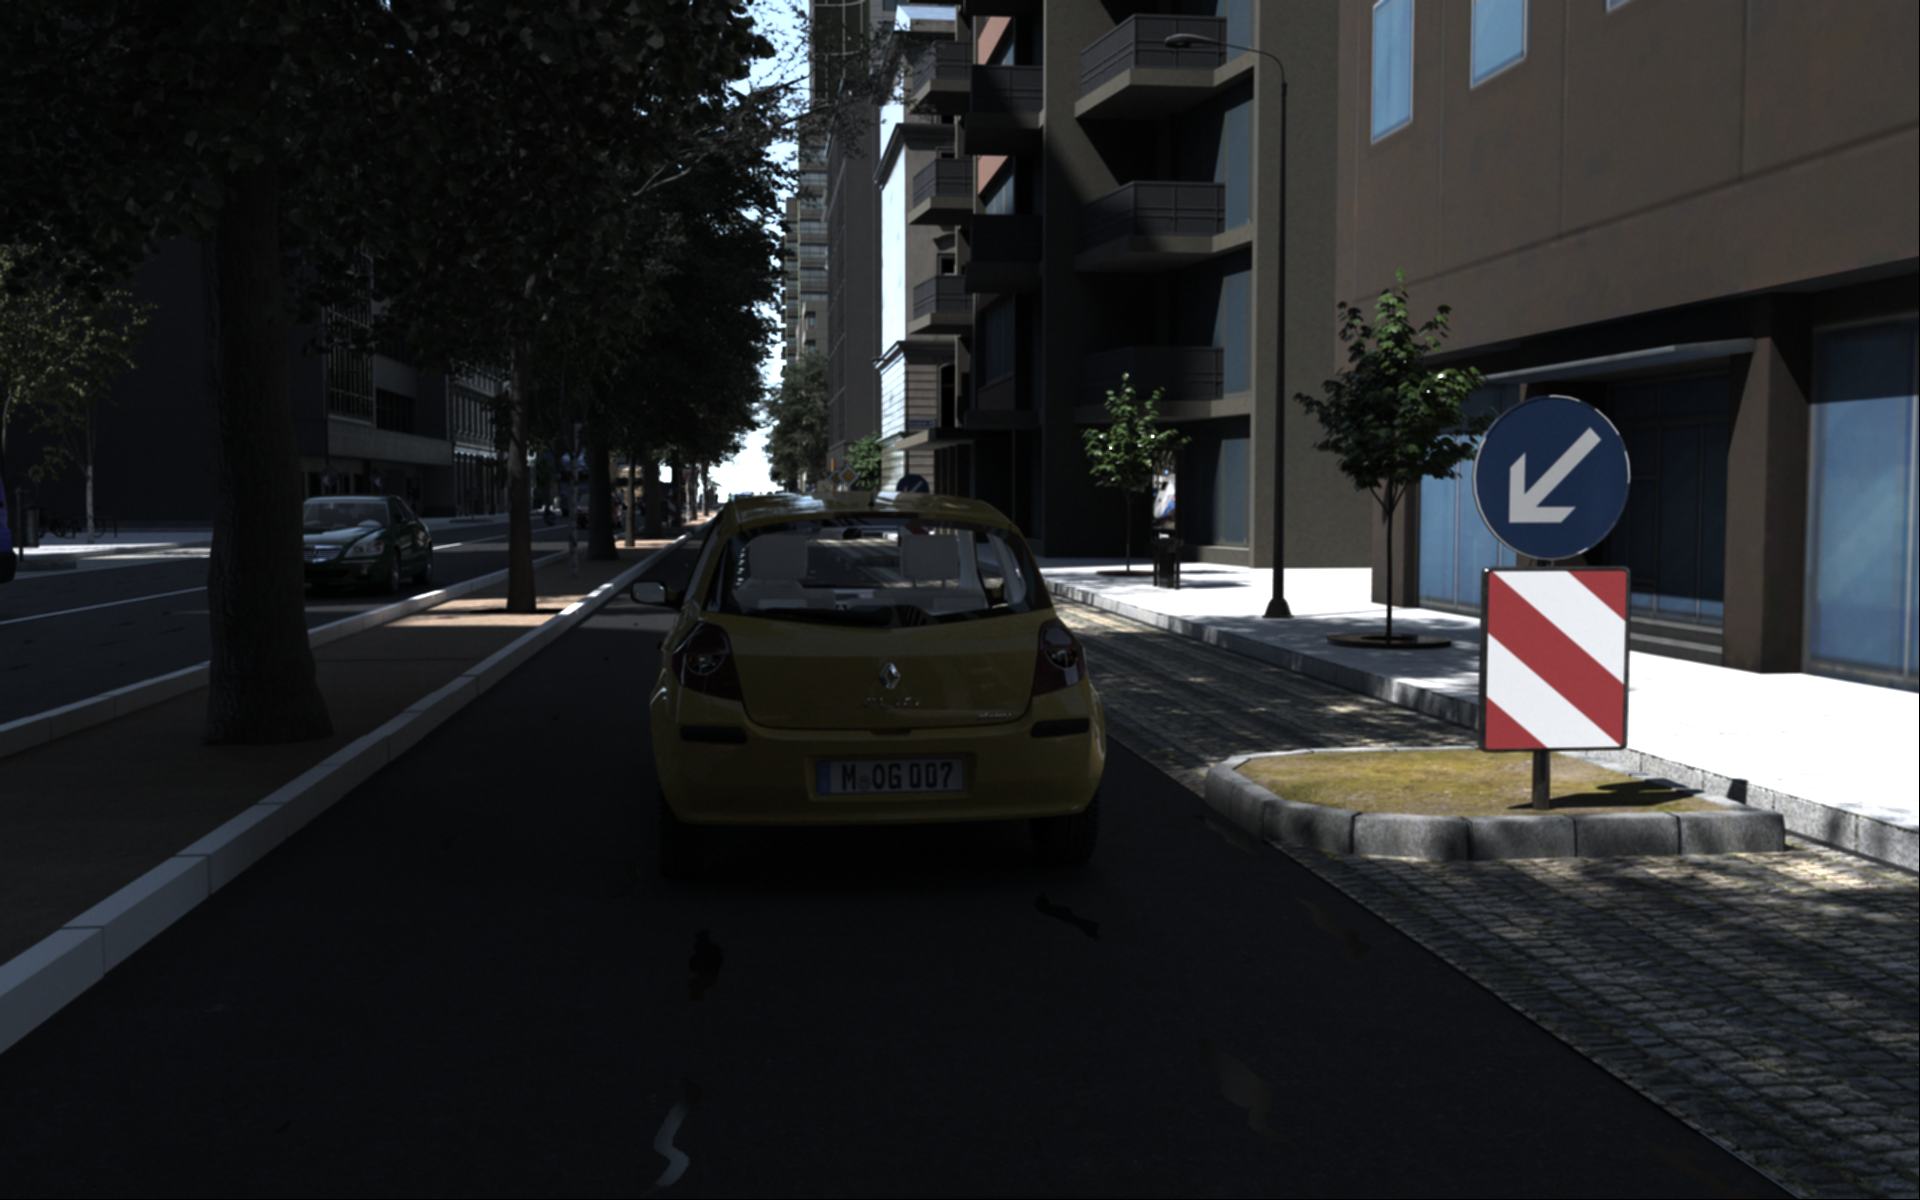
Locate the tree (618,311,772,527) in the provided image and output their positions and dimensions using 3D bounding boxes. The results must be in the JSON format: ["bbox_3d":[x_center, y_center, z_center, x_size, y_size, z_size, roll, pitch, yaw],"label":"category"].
[{"bbox_3d":[-11.643,-9.209,71.146,7.486,12.596,7.792,0,3,0],"label":"tree"}]

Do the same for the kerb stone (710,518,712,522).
[{"bbox_3d":[-12.319,-3.813,84.586,0.120,0.150,1.000,0,4,-7],"label":"kerb stone"}]

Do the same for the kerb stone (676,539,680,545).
[{"bbox_3d":[-7.647,-1.480,46.387,0.120,0.150,1.000,0,4,-7],"label":"kerb stone"}]

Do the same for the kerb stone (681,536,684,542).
[{"bbox_3d":[-8.018,-1.666,49.448,0.120,0.150,1.000,0,4,-7],"label":"kerb stone"}]

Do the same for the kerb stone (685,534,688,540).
[{"bbox_3d":[-8.393,-1.846,52.504,0.120,0.150,1.000,0,4,-7],"label":"kerb stone"}]

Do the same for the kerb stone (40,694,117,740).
[{"bbox_3d":[-5.375,0.719,10.507,0.120,0.150,1.000,0,4,-7],"label":"kerb stone"}]

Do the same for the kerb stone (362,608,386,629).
[{"bbox_3d":[-6.372,0.221,18.632,0.120,0.150,1.000,0,4,-7],"label":"kerb stone"}]

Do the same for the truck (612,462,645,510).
[{"bbox_3d":[-29.300,-10.193,155.561,2.839,4.237,11.283,0,4,-5],"label":"truck"}]

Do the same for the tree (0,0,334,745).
[{"bbox_3d":[-4.017,-6.145,9.591,9.857,13.997,8.962,0,3,0],"label":"tree"}]

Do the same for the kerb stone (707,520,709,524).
[{"bbox_3d":[-11.574,-3.441,78.454,0.120,0.150,1.000,0,4,-7],"label":"kerb stone"}]

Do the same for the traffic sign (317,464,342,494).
[{"bbox_3d":[-20.783,-3.272,57.146,0.795,2.450,0.064,0,4,-7],"label":"traffic sign"}]

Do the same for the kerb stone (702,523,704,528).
[{"bbox_3d":[-10.570,-2.942,70.317,0.120,0.150,1.000,0,4,-7],"label":"kerb stone"}]

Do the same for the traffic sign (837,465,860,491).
[{"bbox_3d":[-3.812,-3.398,59.192,0.795,2.450,0.064,0,4,-7],"label":"traffic sign"}]

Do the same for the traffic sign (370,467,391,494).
[{"bbox_3d":[-21.752,-3.757,65.073,0.795,2.450,0.064,0,4,-7],"label":"traffic sign"}]

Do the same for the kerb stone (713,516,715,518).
[{"bbox_3d":[-13.189,-4.251,91.699,0.120,0.150,1.000,0,4,-7],"label":"kerb stone"}]

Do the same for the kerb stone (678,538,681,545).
[{"bbox_3d":[-7.780,-1.542,47.407,0.120,0.150,1.000,0,4,-7],"label":"kerb stone"}]

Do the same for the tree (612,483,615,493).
[{"bbox_3d":[-42.670,-13.480,214.999,1.663,3.219,1.824,0,3,0],"label":"tree"}]

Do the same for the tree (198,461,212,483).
[{"bbox_3d":[-22.351,-3.607,53.582,1.663,3.219,1.824,0,3,0],"label":"tree"}]

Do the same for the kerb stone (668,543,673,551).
[{"bbox_3d":[-7.152,-1.231,42.327,0.120,0.150,1.000,0,4,-7],"label":"kerb stone"}]

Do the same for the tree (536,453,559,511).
[{"bbox_3d":[-32.352,-9.074,132.070,4.285,4.588,4.351,0,3,0],"label":"tree"}]

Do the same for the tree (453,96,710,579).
[{"bbox_3d":[-6.555,-4.663,29.059,4.737,8.622,4.395,0,3,0],"label":"tree"}]

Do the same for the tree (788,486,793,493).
[{"bbox_3d":[-22.494,-14.576,232.924,1.663,3.219,1.824,0,3,0],"label":"tree"}]

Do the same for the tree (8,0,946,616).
[{"bbox_3d":[-5.318,-6.588,20.541,12.009,13.543,11.850,0,3,0],"label":"tree"}]

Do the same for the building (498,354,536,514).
[{"bbox_3d":[-35.848,-16.230,120.115,10.420,20.320,16.860,0,4,-7],"label":"building"}]

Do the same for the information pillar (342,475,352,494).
[{"bbox_3d":[-23.366,-3.768,66.096,0.304,2.012,0.304,-1,4,-10],"label":"information pillar"}]

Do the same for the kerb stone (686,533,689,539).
[{"bbox_3d":[-8.521,-1.916,53.518,0.120,0.150,1.000,0,4,-7],"label":"kerb stone"}]

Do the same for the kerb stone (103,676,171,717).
[{"bbox_3d":[-5.497,0.653,11.522,0.120,0.150,1.000,0,4,-7],"label":"kerb stone"}]

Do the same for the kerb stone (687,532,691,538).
[{"bbox_3d":[-8.642,-1.978,54.538,0.120,0.150,1.000,0,4,-7],"label":"kerb stone"}]

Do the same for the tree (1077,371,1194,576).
[{"bbox_3d":[2.604,-2.012,27.491,1.663,3.219,1.824,0,3,0],"label":"tree"}]

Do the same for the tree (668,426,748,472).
[{"bbox_3d":[-20.101,-12.693,135.740,9.928,11.665,9.643,0,3,0],"label":"tree"}]

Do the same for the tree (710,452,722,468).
[{"bbox_3d":[-17.642,-10.146,118.710,4.737,8.622,4.395,0,3,0],"label":"tree"}]

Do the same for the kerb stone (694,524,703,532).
[{"bbox_3d":[-10.449,-2.881,69.302,0.120,0.150,1.000,0,4,-7],"label":"kerb stone"}]

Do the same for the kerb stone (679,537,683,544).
[{"bbox_3d":[-7.899,-1.602,48.433,0.120,0.150,1.000,0,4,-7],"label":"kerb stone"}]

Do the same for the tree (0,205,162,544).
[{"bbox_3d":[-22.551,-5.742,44.248,4.737,8.622,4.395,0,3,0],"label":"tree"}]

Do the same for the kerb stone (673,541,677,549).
[{"bbox_3d":[-7.400,-1.354,44.357,0.120,0.150,1.000,0,4,-7],"label":"kerb stone"}]

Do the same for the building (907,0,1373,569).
[{"bbox_3d":[10.232,-23.738,42.745,22.147,44.769,28.867,0,4,-7],"label":"building"}]

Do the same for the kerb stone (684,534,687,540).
[{"bbox_3d":[-8.271,-1.791,51.477,0.120,0.150,1.000,0,4,-7],"label":"kerb stone"}]

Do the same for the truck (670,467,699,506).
[{"bbox_3d":[-28.318,-11.606,178.663,2.839,4.237,11.283,0,4,-8],"label":"truck"}]

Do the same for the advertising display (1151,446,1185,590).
[{"bbox_3d":[2.823,-1.125,23.614,0.123,1.923,0.974,-1,4,-14],"label":"advertising display"}]

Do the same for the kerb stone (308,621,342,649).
[{"bbox_3d":[-6.124,0.342,16.599,0.120,0.150,1.000,0,4,-7],"label":"kerb stone"}]

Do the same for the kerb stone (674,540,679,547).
[{"bbox_3d":[-7.520,-1.411,45.372,0.120,0.150,1.000,0,4,-7],"label":"kerb stone"}]

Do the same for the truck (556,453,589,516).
[{"bbox_3d":[-25.280,-7.873,118.475,2.967,4.110,18.799,0,4,-7],"label":"truck"}]

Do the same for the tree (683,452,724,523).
[{"bbox_3d":[-13.335,-8.076,84.860,4.360,8.622,3.978,0,3,0],"label":"tree"}]

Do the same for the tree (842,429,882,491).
[{"bbox_3d":[-4.197,-6.294,86.620,4.285,4.588,4.351,0,3,0],"label":"tree"}]

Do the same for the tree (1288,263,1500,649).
[{"bbox_3d":[3.663,-1.222,14.581,1.663,3.219,1.824,0,3,0],"label":"tree"}]

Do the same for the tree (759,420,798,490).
[{"bbox_3d":[-21.284,-18.847,225.155,9.611,12.733,9.660,0,3,0],"label":"tree"}]

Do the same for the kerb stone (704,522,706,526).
[{"bbox_3d":[-10.944,-3.126,73.361,0.120,0.150,1.000,0,4,-7],"label":"kerb stone"}]

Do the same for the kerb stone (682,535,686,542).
[{"bbox_3d":[-8.145,-1.729,50.463,0.120,0.150,1.000,0,4,-7],"label":"kerb stone"}]

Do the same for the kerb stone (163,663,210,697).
[{"bbox_3d":[-5.632,0.599,12.536,0.120,0.150,1.000,0,4,-7],"label":"kerb stone"}]

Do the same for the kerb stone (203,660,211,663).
[{"bbox_3d":[-5.744,0.529,13.551,0.120,0.150,1.000,0,4,-7],"label":"kerb stone"}]

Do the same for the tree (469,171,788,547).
[{"bbox_3d":[-8.843,-6.663,45.815,8.767,10.594,7.601,0,4,-7],"label":"tree"}]

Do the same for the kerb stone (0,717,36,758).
[{"bbox_3d":[-5.253,0.777,9.489,0.120,0.150,1.000,0,4,-7],"label":"kerb stone"}]

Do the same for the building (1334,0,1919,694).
[{"bbox_3d":[12.182,-22.211,13.268,14.600,45.320,14.200,0,4,-7],"label":"building"}]

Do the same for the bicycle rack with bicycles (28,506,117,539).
[{"bbox_3d":[-26.216,-2.269,50.478,2.852,0.926,2.925,1,4,13],"label":"bicycle rack with bicycles"}]

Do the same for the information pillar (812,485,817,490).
[{"bbox_3d":[-11.161,-7.853,132.882,0.304,2.012,0.304,-3,5,-42],"label":"information pillar"}]

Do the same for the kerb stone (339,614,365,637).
[{"bbox_3d":[-6.249,0.280,17.617,0.120,0.150,1.000,0,4,-7],"label":"kerb stone"}]

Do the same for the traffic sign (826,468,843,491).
[{"bbox_3d":[-4.781,-3.882,67.119,0.795,2.450,0.064,0,4,-7],"label":"traffic sign"}]

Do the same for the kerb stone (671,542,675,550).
[{"bbox_3d":[-7.273,-1.293,43.342,0.120,0.150,1.000,0,4,-7],"label":"kerb stone"}]
